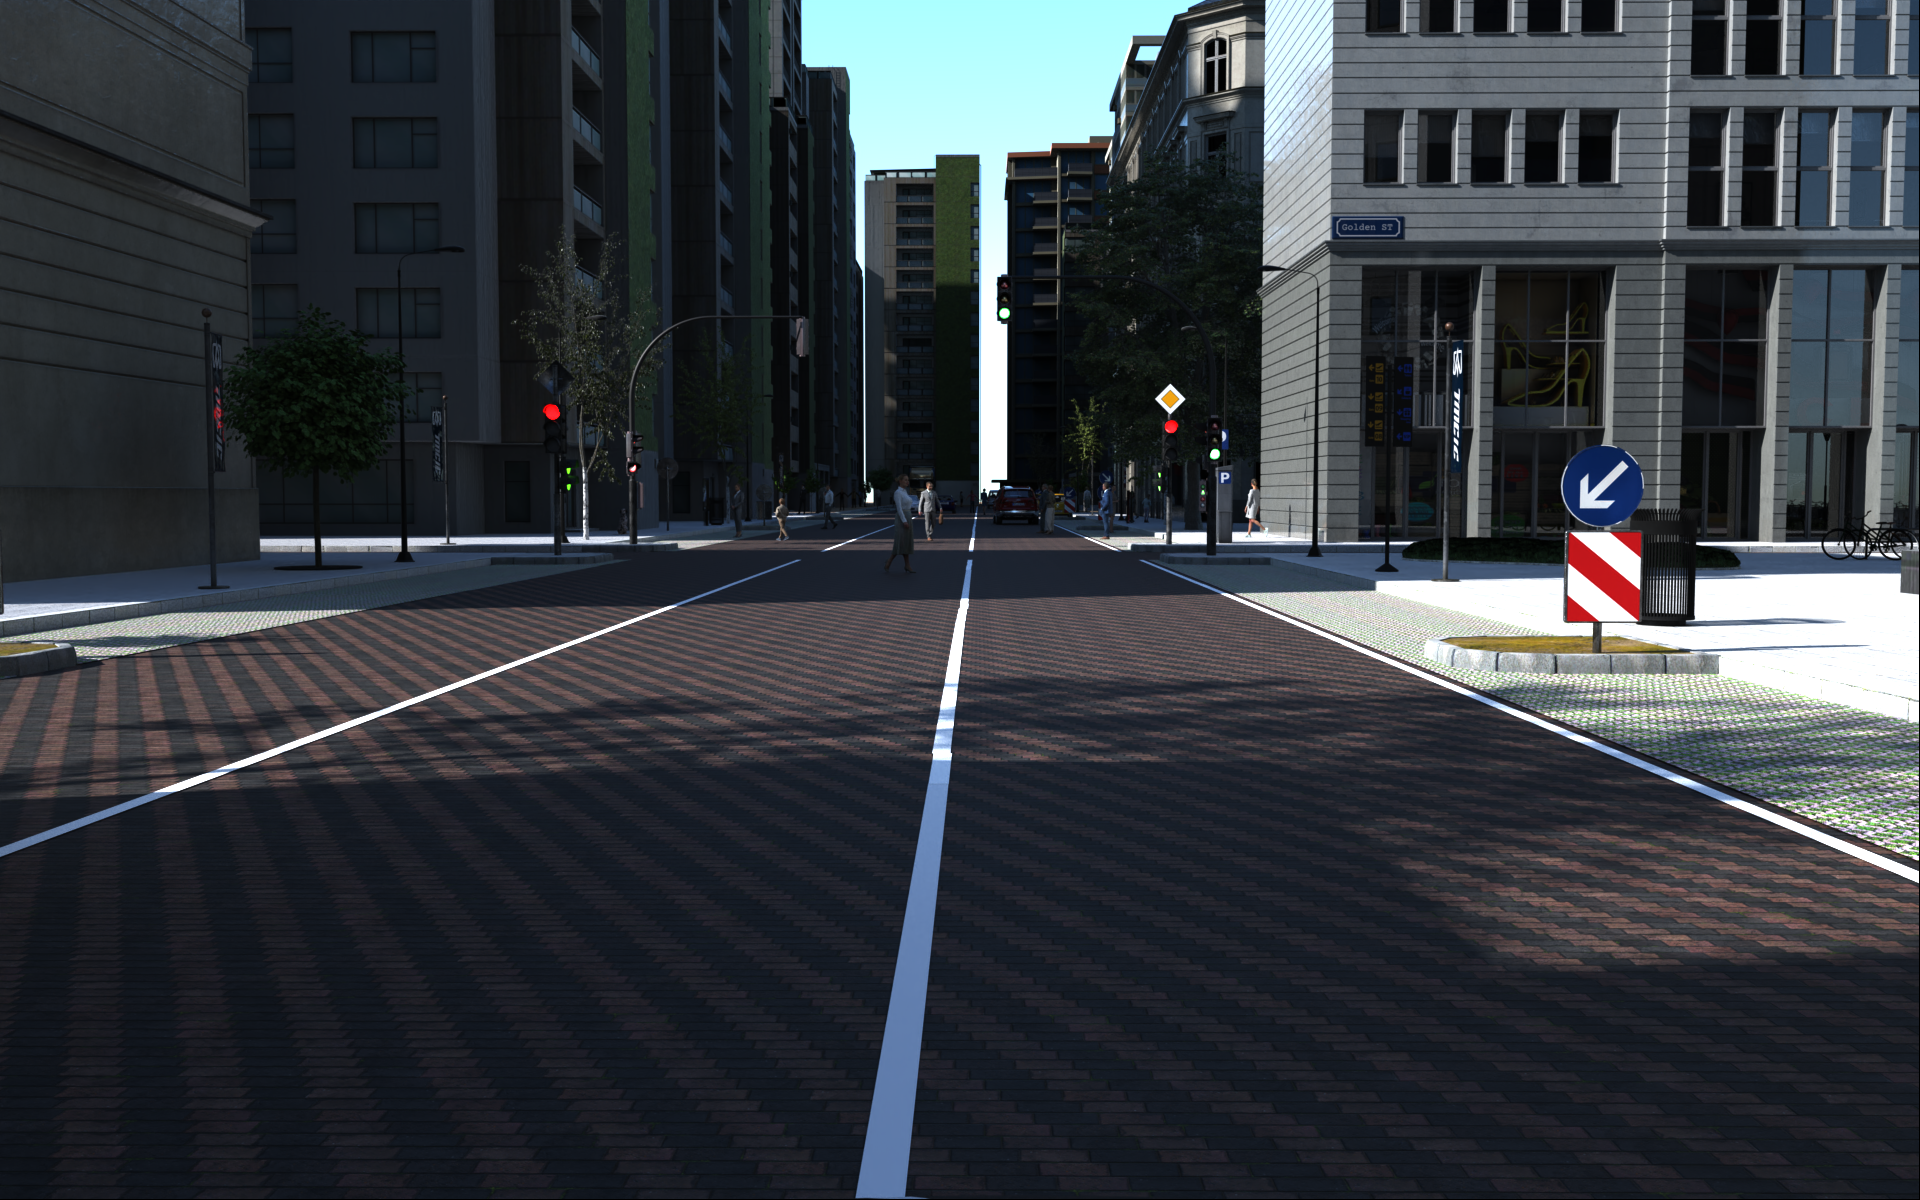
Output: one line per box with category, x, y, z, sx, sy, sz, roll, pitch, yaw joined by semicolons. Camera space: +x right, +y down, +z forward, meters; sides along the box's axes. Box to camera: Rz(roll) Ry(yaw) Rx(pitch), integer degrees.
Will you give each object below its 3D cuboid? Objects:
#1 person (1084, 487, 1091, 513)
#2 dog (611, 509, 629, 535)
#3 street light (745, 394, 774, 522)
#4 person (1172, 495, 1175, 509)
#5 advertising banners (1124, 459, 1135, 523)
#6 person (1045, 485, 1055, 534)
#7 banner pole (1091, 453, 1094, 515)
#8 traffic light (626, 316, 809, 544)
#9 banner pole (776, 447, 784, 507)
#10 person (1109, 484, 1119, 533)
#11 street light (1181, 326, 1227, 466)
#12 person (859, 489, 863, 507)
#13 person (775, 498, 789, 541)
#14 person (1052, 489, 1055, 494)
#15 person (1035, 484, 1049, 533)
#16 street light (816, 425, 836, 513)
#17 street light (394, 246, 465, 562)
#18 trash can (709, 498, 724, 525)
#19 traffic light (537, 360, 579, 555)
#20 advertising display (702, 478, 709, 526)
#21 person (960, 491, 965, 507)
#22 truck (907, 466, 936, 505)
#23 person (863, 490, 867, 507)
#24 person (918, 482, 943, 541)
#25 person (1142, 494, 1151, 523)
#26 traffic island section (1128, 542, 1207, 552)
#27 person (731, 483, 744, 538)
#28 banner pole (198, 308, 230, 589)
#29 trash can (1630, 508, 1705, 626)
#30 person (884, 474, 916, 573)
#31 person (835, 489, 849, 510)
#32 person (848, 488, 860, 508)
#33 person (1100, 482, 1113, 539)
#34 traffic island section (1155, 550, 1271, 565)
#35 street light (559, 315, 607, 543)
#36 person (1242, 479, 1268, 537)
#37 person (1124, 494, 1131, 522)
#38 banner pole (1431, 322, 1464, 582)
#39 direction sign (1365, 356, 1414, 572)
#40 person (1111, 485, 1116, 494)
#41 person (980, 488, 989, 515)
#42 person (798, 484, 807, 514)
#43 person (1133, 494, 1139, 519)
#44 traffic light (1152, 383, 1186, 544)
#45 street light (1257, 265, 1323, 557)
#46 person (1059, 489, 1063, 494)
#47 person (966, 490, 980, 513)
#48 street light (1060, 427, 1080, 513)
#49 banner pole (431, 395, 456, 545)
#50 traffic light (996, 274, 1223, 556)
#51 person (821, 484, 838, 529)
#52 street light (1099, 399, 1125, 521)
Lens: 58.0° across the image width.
person;8.762;-6.924;119.474;0.478;1.798;0.641;2;4;29
dog;-10.835;-2.492;55.126;0.513;0.831;0.800;3;4;38
street light;-9.387;-6.627;80.895;1.470;5.913;1.316;0;4;1
person;9.087;-4.086;75.450;0.523;1.515;0.503;0;4;-4
advertising banners;7.388;-4.875;75.896;0.090;3.025;2.074;1;4;18
person;3.204;-3.242;62.053;0.362;1.759;0.519;2;4;26
banner pole;7.955;-6.995;104.382;0.401;3.779;0.863;1;4;13
traffic light;-6.249;-4.256;44.257;4.771;5.953;1.251;0;4;1
banner pole;-9.568;-6.235;91.953;0.401;3.779;0.863;2;4;29
person;5.583;-3.318;63.089;0.374;1.781;0.599;2;4;29
street light;6.827;-4.622;48.110;1.470;5.913;1.316;0;4;1
person;-10.021;-10.326;174.860;0.705;1.826;1.348;0;4;8
person;-5.477;-2.477;53.275;0.640;1.303;0.475;3;5;39
person;8.732;-9.489;161.913;1.217;1.743;0.721;3;5;42
person;3.033;-3.358;63.576;0.590;1.801;0.661;1;4;11
street light;-9.035;-8.802;116.451;1.470;5.913;1.316;0;4;1
street light;-9.955;-3.670;32.547;1.470;5.913;1.316;0;4;1
trash can;-10.045;-3.655;71.417;0.748;1.137;0.748;0;3;0
traffic light;-8.430;-2.895;36.260;0.839;4.253;0.868;0;4;1
advertising display;-10.288;-3.970;70.128;0.123;1.923;0.974;-1;4;-17
person;0.251;-11.112;190.962;0.721;1.735;1.217;-2;4;-25
truck;-3.810;-11.343;174.373;2.839;4.237;11.283;0;4;0
person;-9.250;-9.991;170.218;0.721;1.723;1.217;0;4;5
person;-0.906;-2.728;53.227;0.709;1.813;0.853;-2;4;-28
person;8.423;-4.145;78.095;0.425;1.301;0.394;1;4;11
traffic island section;5.358;-1.342;44.225;2.009;0.180;2.903;0;4;1
person;-7.377;-2.950;57.012;0.520;1.790;0.573;2;4;24
banner pole;-10.160;-2.057;23.643;0.401;3.779;0.863;0;4;-6
trash can;6.883;-0.325;16.970;0.748;1.137;0.748;0;3;0
person;-1.097;-1.392;31.493;0.641;1.798;0.478;2;4;30
person;-9.323;-7.930;136.516;1.217;1.723;0.721;1;4;9
person;-9.839;-9.440;160.475;1.348;1.812;0.705;1;4;17
person;4.600;-2.798;54.434;0.419;1.800;0.721;1;4;8
traffic island section;5.270;-0.854;36.240;2.009;0.180;2.903;0;4;1
street light;-9.854;-4.440;45.142;1.470;5.913;1.316;0;4;1
person;8.724;-2.713;51.153;0.760;1.731;0.466;1;4;11
person;7.834;-4.255;79.880;0.640;1.303;0.475;3;4;38
banner pole;7.141;-2.146;25.107;0.401;3.779;0.863;0;4;-2
direction sign;7.066;-2.236;28.560;0.876;3.537;0.379;-1;4;-18
person;8.503;-5.638;98.245;0.660;1.820;0.620;1;4;12
person;1.659;-6.795;119.626;0.581;1.822;0.654;1;4;17
person;-9.953;-6.359;109.366;0.648;1.900;0.474;2;4;29
person;8.954;-4.846;89.543;0.640;1.303;0.475;1;4;18
traffic light;5.318;-3.376;44.111;0.839;4.253;0.868;0;4;1
street light;6.731;-3.840;35.326;1.470;5.913;1.316;0;4;1
person;8.692;-8.589;147.203;0.721;1.736;1.217;2;4;26
person;0.980;-7.536;132.429;1.217;1.743;0.721;-2;4;-28
street light;7.573;-8.972;119.237;1.470;5.913;1.316;0;4;1
banner pole;-13.092;-3.285;43.730;0.401;3.779;0.863;1;4;17
traffic light;3.138;-3.752;36.008;4.771;5.953;1.251;0;4;1
person;-5.396;-3.826;71.150;0.850;1.850;0.679;-2;4;-34
street light;7.270;-6.797;83.665;1.470;5.913;1.316;0;4;1
